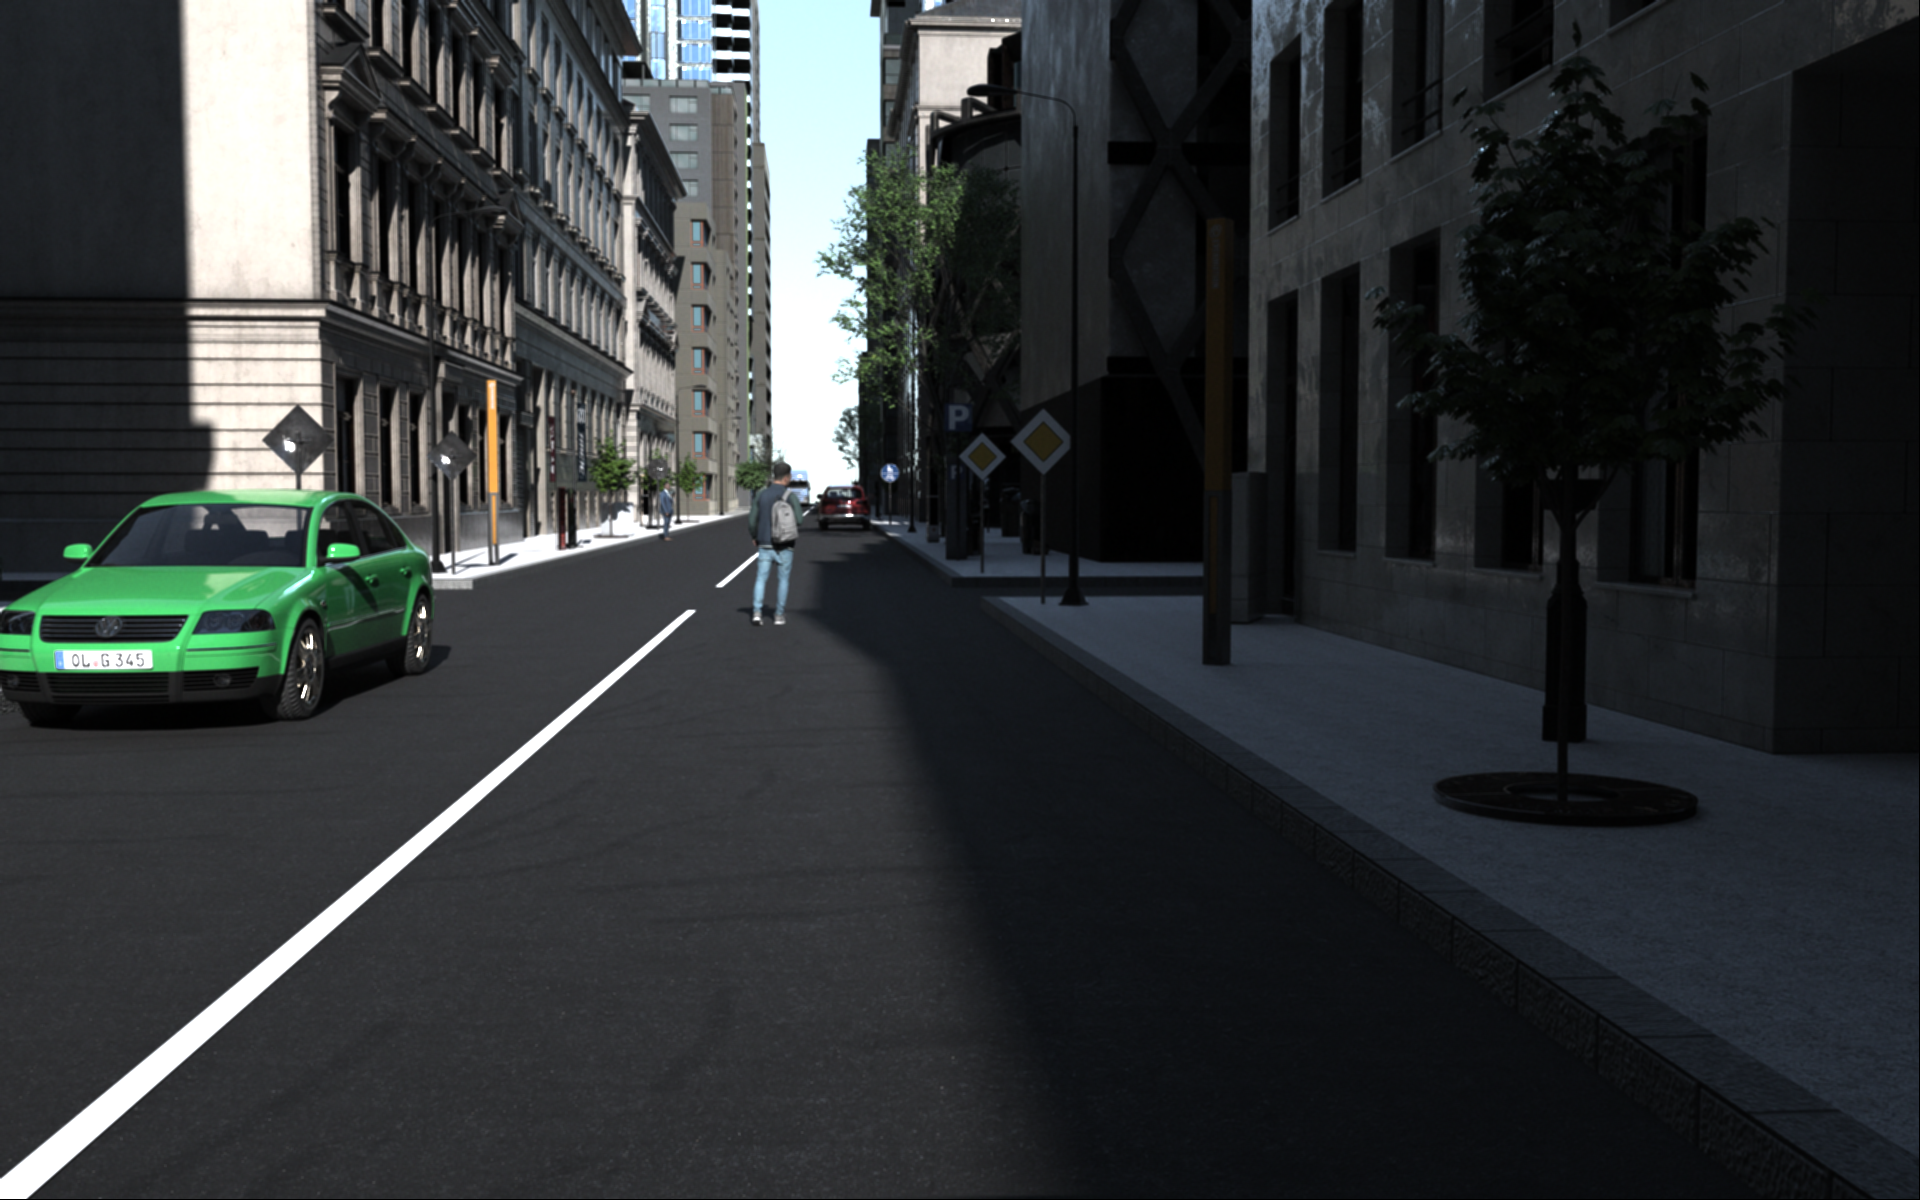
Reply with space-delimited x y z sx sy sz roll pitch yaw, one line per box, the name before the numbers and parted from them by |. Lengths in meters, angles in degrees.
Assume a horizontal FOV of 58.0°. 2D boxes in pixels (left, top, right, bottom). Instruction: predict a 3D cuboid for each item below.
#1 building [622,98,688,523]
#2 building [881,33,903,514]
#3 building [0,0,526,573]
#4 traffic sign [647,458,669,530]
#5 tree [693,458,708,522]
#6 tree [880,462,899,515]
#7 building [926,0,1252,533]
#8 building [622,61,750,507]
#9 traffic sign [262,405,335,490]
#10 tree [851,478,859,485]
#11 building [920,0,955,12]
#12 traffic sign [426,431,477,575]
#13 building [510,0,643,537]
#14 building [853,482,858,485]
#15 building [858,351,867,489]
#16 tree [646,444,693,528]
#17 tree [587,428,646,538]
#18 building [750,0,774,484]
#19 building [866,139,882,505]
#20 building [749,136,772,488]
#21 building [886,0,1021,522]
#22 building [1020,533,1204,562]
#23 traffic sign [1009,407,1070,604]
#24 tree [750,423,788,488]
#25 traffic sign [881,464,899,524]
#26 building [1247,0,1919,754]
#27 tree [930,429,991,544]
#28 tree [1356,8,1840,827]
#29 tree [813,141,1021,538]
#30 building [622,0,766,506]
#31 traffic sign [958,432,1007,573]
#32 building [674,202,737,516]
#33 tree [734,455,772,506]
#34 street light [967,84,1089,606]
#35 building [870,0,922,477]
building | -20.252 -15.324 86.711 11.583 22.565 21.152 0 4 -4
building | 1.838 -20.879 113.079 14.160 30.474 14.107 0 4 -4
building | -15.789 -10.528 36.754 10.561 19.102 19.286 0 4 -4
traffic sign | -10.754 -3.765 61.667 0.768 2.556 0.104 0 4 -1
tree | -12.254 -5.150 78.802 1.663 3.219 1.824 0 3 0
tree | -4.221 -6.745 104.884 1.663 3.219 1.824 0 3 0
building | 6.975 -12.382 69.890 16.820 18.784 16.811 0 4 -4
building | -27.676 -29.542 166.609 14.154 41.232 14.086 0 4 -4
traffic sign | -7.456 -0.973 19.552 0.795 2.450 0.064 0 4 -4
tree | -12.416 -12.894 205.412 1.663 3.219 1.824 0 3 0
building | 5.745 -50.258 134.389 22.319 86.520 31.000 0 4 -4
traffic sign | -8.062 -1.460 27.514 0.795 2.450 0.064 0 4 -4
building | -20.814 -13.929 61.027 16.112 22.955 30.059 0 4 -4
building | 0.643 -34.211 251.230 32.217 40.220 23.993 0 4 -4
building | 0.847 -23.260 225.344 27.650 21.520 28.899 0 4 -4
tree | -11.430 -4.377 66.164 1.663 3.219 1.824 0 3 0
tree | -10.238 -3.439 50.834 1.663 3.219 1.824 0 3 0
building | -36.596 -49.492 247.445 20.563 71.187 20.611 0 4 -4
building | -3.911 -31.744 202.616 14.154 41.232 14.086 0 4 -4
building | -35.752 -36.880 226.694 21.300 48.544 21.600 0 4 -4
building | 2.821 -17.936 90.521 12.463 27.353 25.104 0 4 -4
building | 10.569 -10.410 37.657 16.811 18.784 16.820 0 4 -4
traffic sign | 0.965 -1.011 20.170 0.795 2.450 0.064 0 4 -4
tree | -19.781 -13.946 178.383 4.360 8.622 3.978 0 3 0
traffic sign | -2.945 -4.463 73.073 0.768 2.556 0.104 0 4 4
building | 8.995 -9.537 10.678 10.420 20.320 16.860 0 4 -4
tree | -0.026 -3.034 44.209 1.663 3.219 1.824 0 3 0
tree | 2.369 -0.760 7.034 1.663 3.219 1.824 0 3 0
tree | -0.505 -7.689 51.476 9.928 11.665 9.643 0 3 0
building | -33.597 -54.232 199.372 22.319 86.520 31.000 0 4 -4
traffic sign | 0.360 -1.498 28.132 0.795 2.450 0.064 0 4 -4
building | -29.888 -16.587 116.243 27.650 21.520 28.899 0 4 -4
tree | -17.444 -9.894 145.481 4.285 4.588 4.351 0 3 0
street light | 0.777 -2.893 19.848 1.470 5.913 1.316 0 4 -4
building | 6.208 -35.198 164.732 28.713 52.752 27.495 0 4 -4
